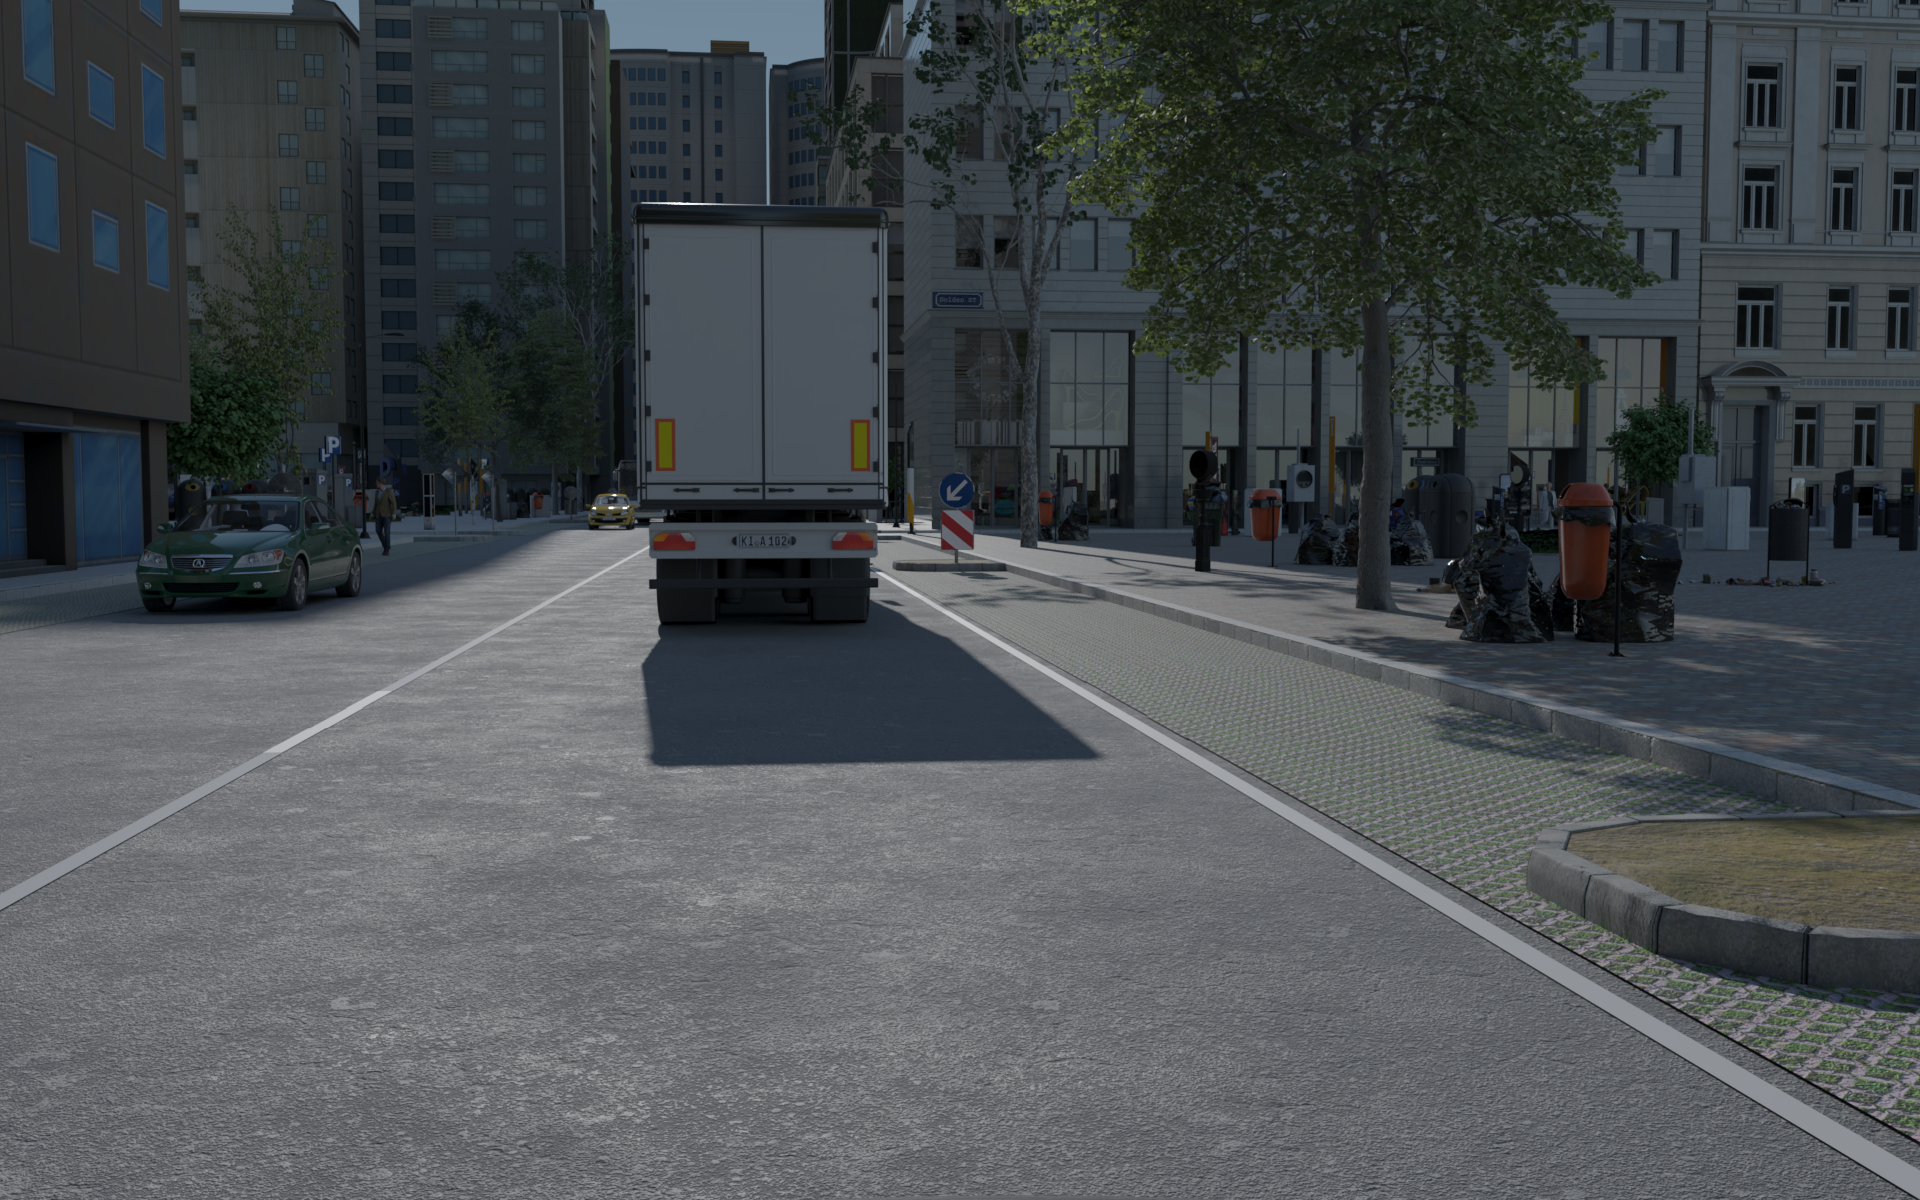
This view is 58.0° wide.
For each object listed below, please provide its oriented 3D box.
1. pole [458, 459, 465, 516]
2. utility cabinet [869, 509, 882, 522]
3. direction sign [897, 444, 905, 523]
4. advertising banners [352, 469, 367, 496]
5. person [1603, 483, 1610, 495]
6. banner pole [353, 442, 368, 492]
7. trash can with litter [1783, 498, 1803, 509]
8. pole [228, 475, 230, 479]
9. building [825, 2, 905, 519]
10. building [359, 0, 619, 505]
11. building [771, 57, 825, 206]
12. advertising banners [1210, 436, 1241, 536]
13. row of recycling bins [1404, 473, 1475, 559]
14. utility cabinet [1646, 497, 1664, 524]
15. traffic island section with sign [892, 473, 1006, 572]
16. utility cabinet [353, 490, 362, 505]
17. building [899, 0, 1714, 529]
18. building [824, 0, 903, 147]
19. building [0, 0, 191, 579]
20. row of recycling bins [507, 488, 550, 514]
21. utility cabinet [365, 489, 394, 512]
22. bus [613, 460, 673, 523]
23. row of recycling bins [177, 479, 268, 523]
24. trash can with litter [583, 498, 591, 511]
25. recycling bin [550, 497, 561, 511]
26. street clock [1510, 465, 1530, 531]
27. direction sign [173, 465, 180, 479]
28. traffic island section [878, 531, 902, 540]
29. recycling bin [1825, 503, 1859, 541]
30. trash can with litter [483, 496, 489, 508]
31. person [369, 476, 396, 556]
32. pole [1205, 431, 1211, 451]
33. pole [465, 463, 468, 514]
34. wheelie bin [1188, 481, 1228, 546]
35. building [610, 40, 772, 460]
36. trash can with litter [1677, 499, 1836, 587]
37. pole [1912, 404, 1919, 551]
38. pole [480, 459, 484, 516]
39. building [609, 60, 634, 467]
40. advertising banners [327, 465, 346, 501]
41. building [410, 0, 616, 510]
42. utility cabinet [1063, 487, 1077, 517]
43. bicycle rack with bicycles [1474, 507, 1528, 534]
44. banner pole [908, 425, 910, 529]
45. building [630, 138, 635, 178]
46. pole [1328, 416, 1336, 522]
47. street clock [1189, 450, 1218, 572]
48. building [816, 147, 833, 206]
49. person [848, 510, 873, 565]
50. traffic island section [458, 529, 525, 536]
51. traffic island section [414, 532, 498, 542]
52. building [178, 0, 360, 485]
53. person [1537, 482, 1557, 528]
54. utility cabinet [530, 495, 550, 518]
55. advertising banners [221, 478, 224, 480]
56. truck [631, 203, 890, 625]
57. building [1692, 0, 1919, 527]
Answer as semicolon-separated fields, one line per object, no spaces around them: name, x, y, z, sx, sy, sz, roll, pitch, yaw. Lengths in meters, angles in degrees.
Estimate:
pole;-28.676;-6.451;99.321;0.158;3.312;0.155;0;3;0
utility cabinet;-3.913;-4.226;80.258;0.306;1.237;1.020;-2;4;-26
direction sign;-2.623;-5.256;77.931;0.379;3.537;0.876;2;4;28
advertising banners;-44.691;-8.034;127.544;2.074;3.025;0.090;0;4;1
person;22.102;-3.122;59.726;0.592;1.802;0.473;1;4;21
banner pole;-28.766;-5.684;82.950;0.863;3.779;0.401;1;4;14
trash can with litter;24.001;-2.364;50.038;0.624;1.170;1.055;2;4;26
pole;-41.298;-6.364;97.902;0.158;3.312;0.155;0;3;0
building;2.276;-18.417;105.627;19.350;26.468;34.151;0;4;-7
building;-41.539;-43.960;156.992;20.563;71.187;20.611;0;4;-7
building;-11.093;-42.161;231.330;28.212;58.520;21.231;0;4;-7
advertising banners;8.161;-3.496;53.346;0.090;3.025;2.074;2;4;35
row of recycling bins;9.970;-1.765;35.970;1.069;1.692;3.534;0;4;4
utility cabinet;13.169;-1.326;32.835;0.306;1.237;1.020;1;4;20
traffic island section with sign;-0.256;-1.477;32.772;1.989;1.847;2.006;0;4;-7
utility cabinet;-29.831;-4.739;86.164;0.318;1.500;1.173;0;4;4
building;12.919;-17.843;69.234;29.804;29.767;11.434;0;4;-7
building;-4.349;-44.402;164.231;20.563;71.187;20.611;0;4;-7
building;-21.358;-22.962;25.541;14.600;45.320;14.200;0;4;-7
row of recycling bins;-27.493;-6.271;109.649;1.069;1.692;3.534;3;5;42
utility cabinet;-27.149;-4.436;81.201;1.173;1.500;0.318;1;4;14
bus;-14.725;-5.451;83.976;2.948;3.499;13.247;0;4;-6
row of recycling bins;-20.114;-2.526;48.406;3.534;1.692;1.069;0;4;0
trash can with litter;-28.322;-7.267;130.205;1.055;1.170;0.624;-3;5;-43
recycling bin;-31.369;-7.422;133.896;0.722;1.027;0.722;-3;5;-42
street clock;14.003;-2.373;43.366;0.358;2.002;0.471;-2;4;-25
direction sign;-41.465;-6.099;91.723;0.379;3.537;0.876;2;4;33
traffic island section;-2.974;-1.989;54.803;2.009;0.180;2.903;0;4;-7
recycling bin;24.446;-2.169;48.024;0.722;1.027;0.722;1;4;19
trash can with litter;-28.661;-5.746;105.342;1.055;1.170;0.624;1;4;11
person;-13.433;-1.952;40.323;0.656;1.842;0.836;-1;4;-8
pole;8.084;-3.829;56.450;0.158;3.312;0.155;0;3;0
pole;-32.206;-7.283;112.924;0.158;3.312;0.155;0;3;0
wheelie bin;6.109;-2.118;42.537;0.980;1.594;0.693;-1;4;-11
building;-39.535;-41.941;227.739;28.212;58.520;21.231;0;4;-7
trash can with litter;11.338;-0.830;24.631;2.233;1.210;1.678;1;4;18
pole;21.696;-2.781;39.305;0.158;3.312;0.155;0;3;0
pole;-27.796;-6.531;100.624;0.158;3.312;0.155;0;3;0
building;-40.687;-32.127;175.392;14.600;45.320;14.200;0;4;-7
advertising banners;-38.239;-6.664;105.138;2.074;3.025;0.090;0;4;7
building;-35.962;-27.985;141.147;14.154;41.232;14.086;0;4;-7
utility cabinet;3.349;-2.704;52.896;0.318;1.500;1.173;1;4;9
bicycle rack with bicycles;14.650;-2.181;49.046;2.852;0.926;2.925;3;5;42
banner pole;-1.767;-4.465;63.018;0.401;3.779;0.863;1;4;9
building;-50.267;-33.198;197.410;28.867;44.769;22.147;0;4;-7
pole;9.762;-3.158;45.484;0.158;3.312;0.155;0;3;0
street clock;4.020;-1.471;28.622;0.358;2.002;0.471;-2;4;-34
building;-5.301;-22.997;147.697;14.160;30.474;14.107;0;4;-7
person;-2.105;-1.603;34.810;0.635;1.810;0.391;2;4;28
traffic island section;-16.502;-2.380;61.186;2.009;0.180;2.903;0;4;-7
traffic island section;-15.521;-1.895;53.261;2.009;0.180;2.903;0;4;-7
building;-78.278;-36.777;190.537;27.495;52.752;28.713;0;4;-7
person;20.488;-3.184;60.431;0.514;1.842;0.818;-2;4;-25
utility cabinet;-22.943;-5.106;94.648;1.020;1.237;0.306;-2;4;-26
advertising banners;-55.358;-8.312;132.094;2.074;3.025;0.090;0;4;-8
truck;-2.551;-2.047;22.390;2.839;4.237;11.283;0;4;-7
building;37.496;-17.614;73.897;20.117;28.700;13.634;0;4;-7
